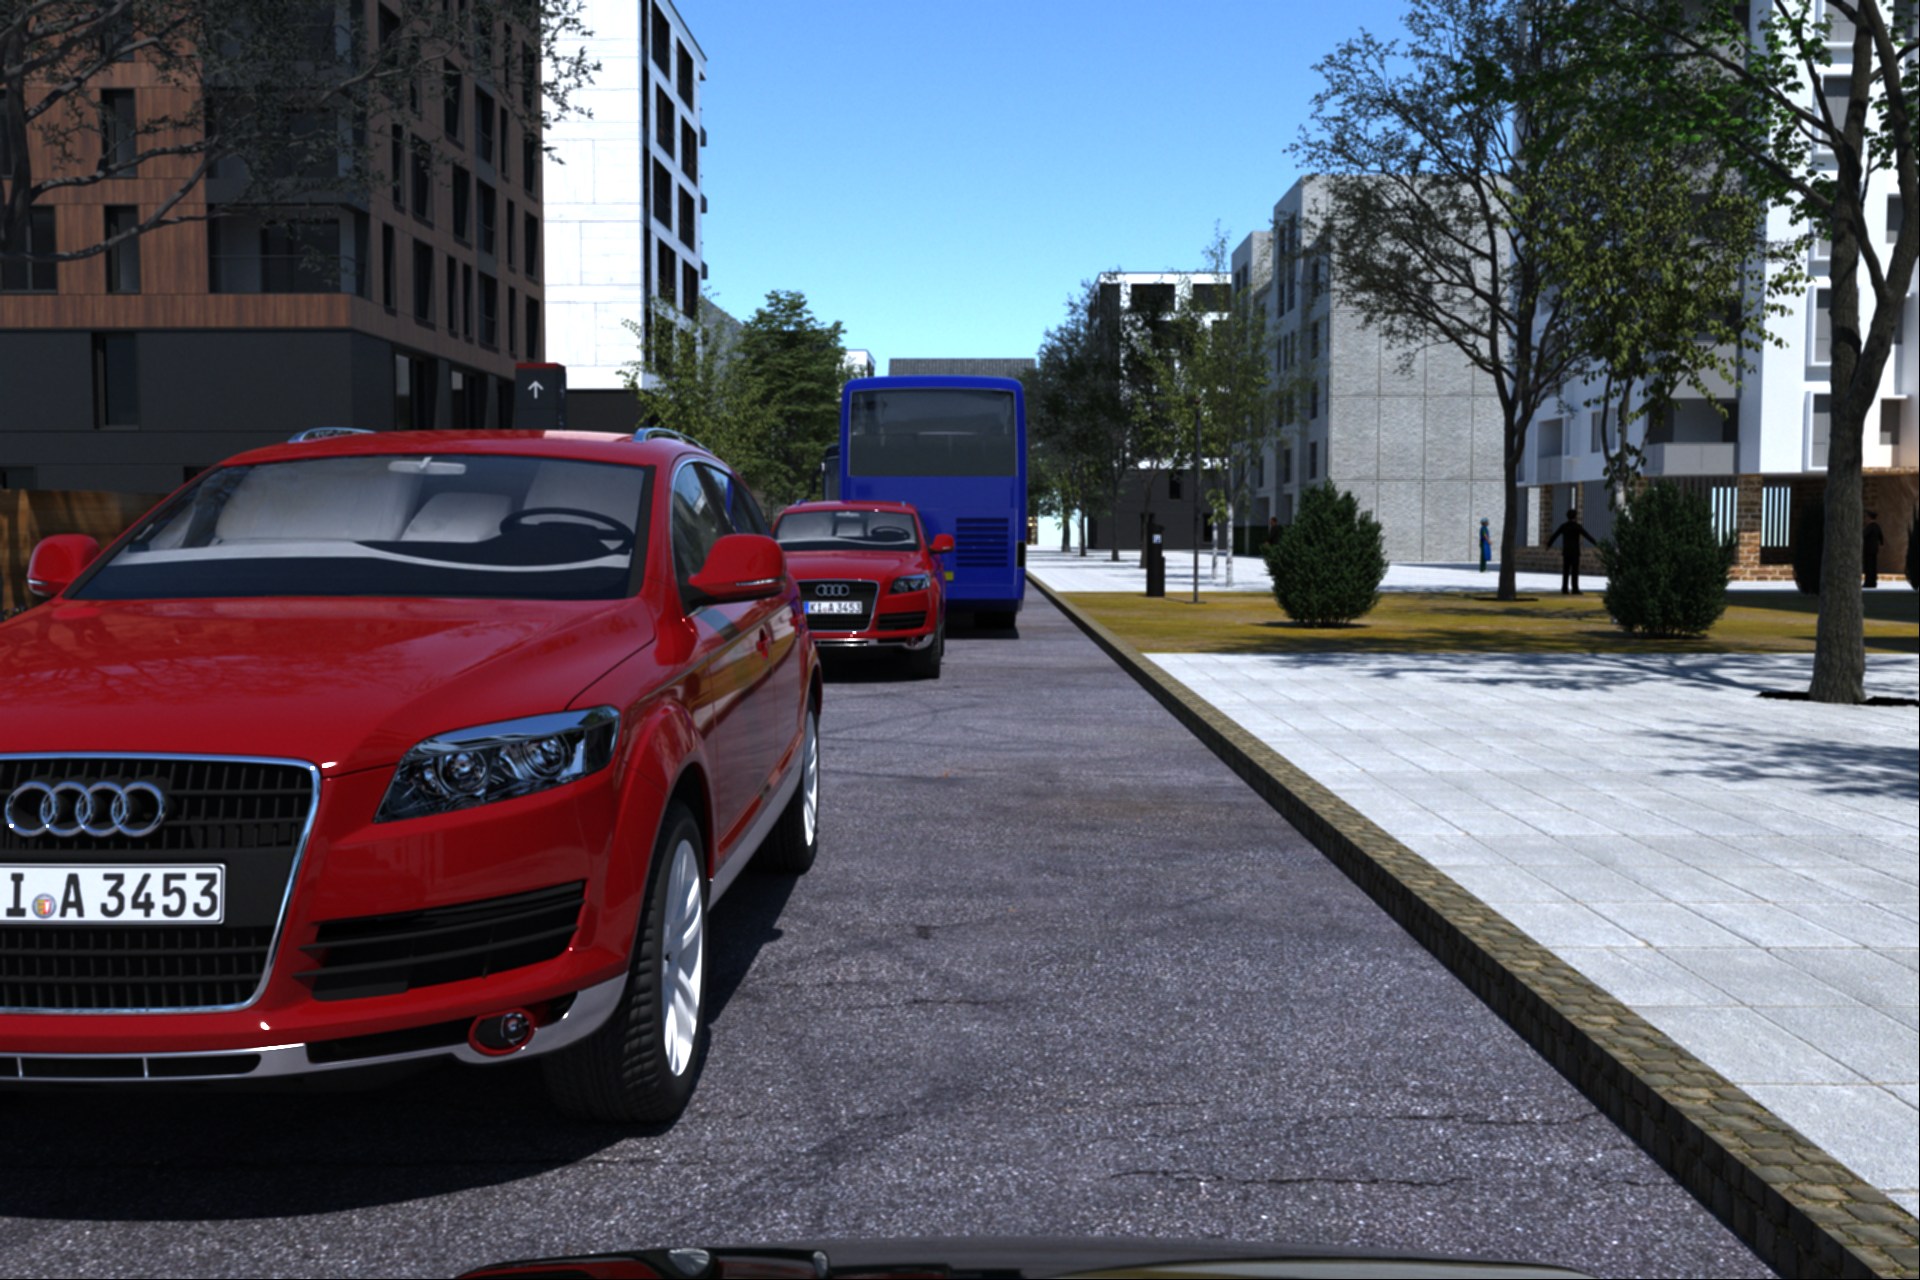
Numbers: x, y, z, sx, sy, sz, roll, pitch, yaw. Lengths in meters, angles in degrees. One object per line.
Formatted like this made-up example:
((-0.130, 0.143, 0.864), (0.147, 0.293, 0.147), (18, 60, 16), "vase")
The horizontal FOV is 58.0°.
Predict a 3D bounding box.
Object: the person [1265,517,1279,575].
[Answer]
((9.698, -2.906, 53.744), (0.704, 1.802, 1.346), (1, 4, 22), "person")

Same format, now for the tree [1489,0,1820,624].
((9.590, -4.529, 24.415), (4.737, 8.622, 4.395), (0, 3, 0), "tree")

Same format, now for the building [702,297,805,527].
((-24.258, -20.119, 159.877), (19.493, 23.208, 18.063), (0, 4, 0), "building")

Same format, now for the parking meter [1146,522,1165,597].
((3.998, -1.648, 35.361), (0.372, 1.533, 0.369), (0, 3, 0), "parking meter")

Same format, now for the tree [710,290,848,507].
((-8.187, -9.978, 81.266), (7.486, 12.596, 7.792), (0, 3, 0), "tree")

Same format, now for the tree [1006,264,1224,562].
((7.094, -10.364, 79.818), (12.009, 13.543, 11.850), (0, 3, 0), "tree")

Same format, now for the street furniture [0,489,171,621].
((-10.155, -0.714, 18.535), (11.010, 1.723, 9.812), (1, 4, 17), "street furniture")

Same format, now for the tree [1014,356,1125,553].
((7.181, -12.952, 118.412), (9.857, 13.997, 8.962), (0, 3, 0), "tree")

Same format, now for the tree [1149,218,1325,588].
((6.238, -5.566, 41.368), (4.360, 8.622, 3.978), (0, 3, 0), "tree")

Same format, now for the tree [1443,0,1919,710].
((6.901, -5.330, 12.900), (9.928, 11.665, 9.643), (0, 3, 0), "tree")

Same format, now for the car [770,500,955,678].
((-1.192, -0.626, 18.909), (2.281, 1.827, 5.304), (0, 4, 0), "car")

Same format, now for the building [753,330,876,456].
((-24.279, -21.173, 190.151), (27.936, 21.610, 32.646), (0, 4, 1), "building")

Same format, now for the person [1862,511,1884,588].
((21.581, -2.151, 41.097), (1.347, 1.837, 0.705), (-2, 4, -34), "person")

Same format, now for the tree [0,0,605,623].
((-8.875, -6.414, 15.237), (12.009, 13.543, 11.850), (0, 3, 0), "tree")

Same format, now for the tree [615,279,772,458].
((-7.950, -6.151, 50.938), (4.737, 8.622, 4.395), (0, 3, 0), "tree")

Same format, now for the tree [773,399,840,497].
((-8.649, -10.845, 111.727), (8.767, 10.594, 7.601), (1, 4, 22), "tree")

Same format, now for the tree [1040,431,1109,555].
((7.301, -9.622, 107.685), (4.737, 8.622, 4.395), (0, 3, 0), "tree")

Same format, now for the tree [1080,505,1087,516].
((18.151, -17.113, 214.212), (7.601, 10.594, 8.767), (1, 4, 9), "tree")

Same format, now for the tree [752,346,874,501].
((-7.906, -10.209, 92.669), (9.928, 11.665, 9.643), (0, 3, 0), "tree")

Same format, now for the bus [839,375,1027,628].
((-0.295, -2.301, 29.173), (2.896, 3.916, 12.251), (0, 4, 1), "bus")

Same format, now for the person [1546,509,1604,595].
((12.956, -1.863, 36.651), (0.705, 1.806, 1.347), (-3, 4, -38), "person")

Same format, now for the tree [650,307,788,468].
((-8.135, -6.522, 56.995), (4.737, 8.622, 4.395), (0, 3, 0), "tree")

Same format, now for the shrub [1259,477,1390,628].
((5.005, -1.207, 23.773), (1.661, 2.075, 1.752), (0, 3, 0), "shrub")

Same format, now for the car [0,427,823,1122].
((-1.655, 0.168, 5.923), (2.281, 1.827, 5.304), (0, 4, 1), "car")

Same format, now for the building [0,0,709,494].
((-25.213, -13.158, 59.109), (27.936, 21.610, 32.646), (0, 4, 1), "building")

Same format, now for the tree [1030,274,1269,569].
((6.739, -7.872, 63.124), (8.767, 10.594, 7.601), (0, 4, -1), "tree")

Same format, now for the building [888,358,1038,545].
((0.306, -23.347, 215.116), (18.063, 23.208, 19.493), (0, 4, 0), "building")

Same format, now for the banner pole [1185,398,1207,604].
((4.356, -2.550, 31.710), (0.401, 3.779, 0.863), (0, 4, 2), "banner pole")

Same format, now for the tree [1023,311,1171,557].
((6.766, -11.390, 96.589), (12.009, 13.543, 11.850), (0, 3, 0), "tree")

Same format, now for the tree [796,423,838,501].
((-8.541, -11.577, 123.690), (7.601, 10.594, 8.767), (0, 4, -2), "tree")

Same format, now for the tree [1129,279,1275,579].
((7.024, -6.031, 48.964), (4.737, 8.622, 4.395), (0, 3, 0), "tree")

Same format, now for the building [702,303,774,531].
((-25.648, -18.995, 141.497), (19.493, 23.208, 18.063), (0, 4, 1), "building")

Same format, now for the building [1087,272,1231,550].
((24.939, -18.818, 151.653), (27.936, 21.610, 32.646), (0, 4, 0), "building")

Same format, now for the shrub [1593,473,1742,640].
((8.640, -1.028, 21.226), (1.690, 2.028, 1.600), (0, 3, 0), "shrub")

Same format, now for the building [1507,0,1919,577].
((24.549, -12.433, 59.706), (16.016, 20.090, 11.380), (0, 4, 1), "building")

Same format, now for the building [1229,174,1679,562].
((25.285, -13.911, 93.900), (16.747, 18.905, 31.486), (0, 4, 1), "building")

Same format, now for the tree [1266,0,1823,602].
((10.605, -7.491, 32.843), (12.009, 13.543, 11.850), (0, 3, 0), "tree")

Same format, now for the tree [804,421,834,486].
((-7.697, -9.370, 103.568), (4.737, 8.622, 4.395), (0, 3, 0), "tree")

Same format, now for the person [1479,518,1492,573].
((17.469, -3.148, 57.594), (0.704, 1.817, 1.347), (1, 4, 9), "person")

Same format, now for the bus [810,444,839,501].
((-1.906, -3.309, 45.656), (2.896, 3.916, 12.251), (0, 4, 1), "bus")

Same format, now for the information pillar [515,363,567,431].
((-6.388, -2.272, 26.524), (0.750, 3.857, 0.750), (0, 4, 0), "information pillar")
